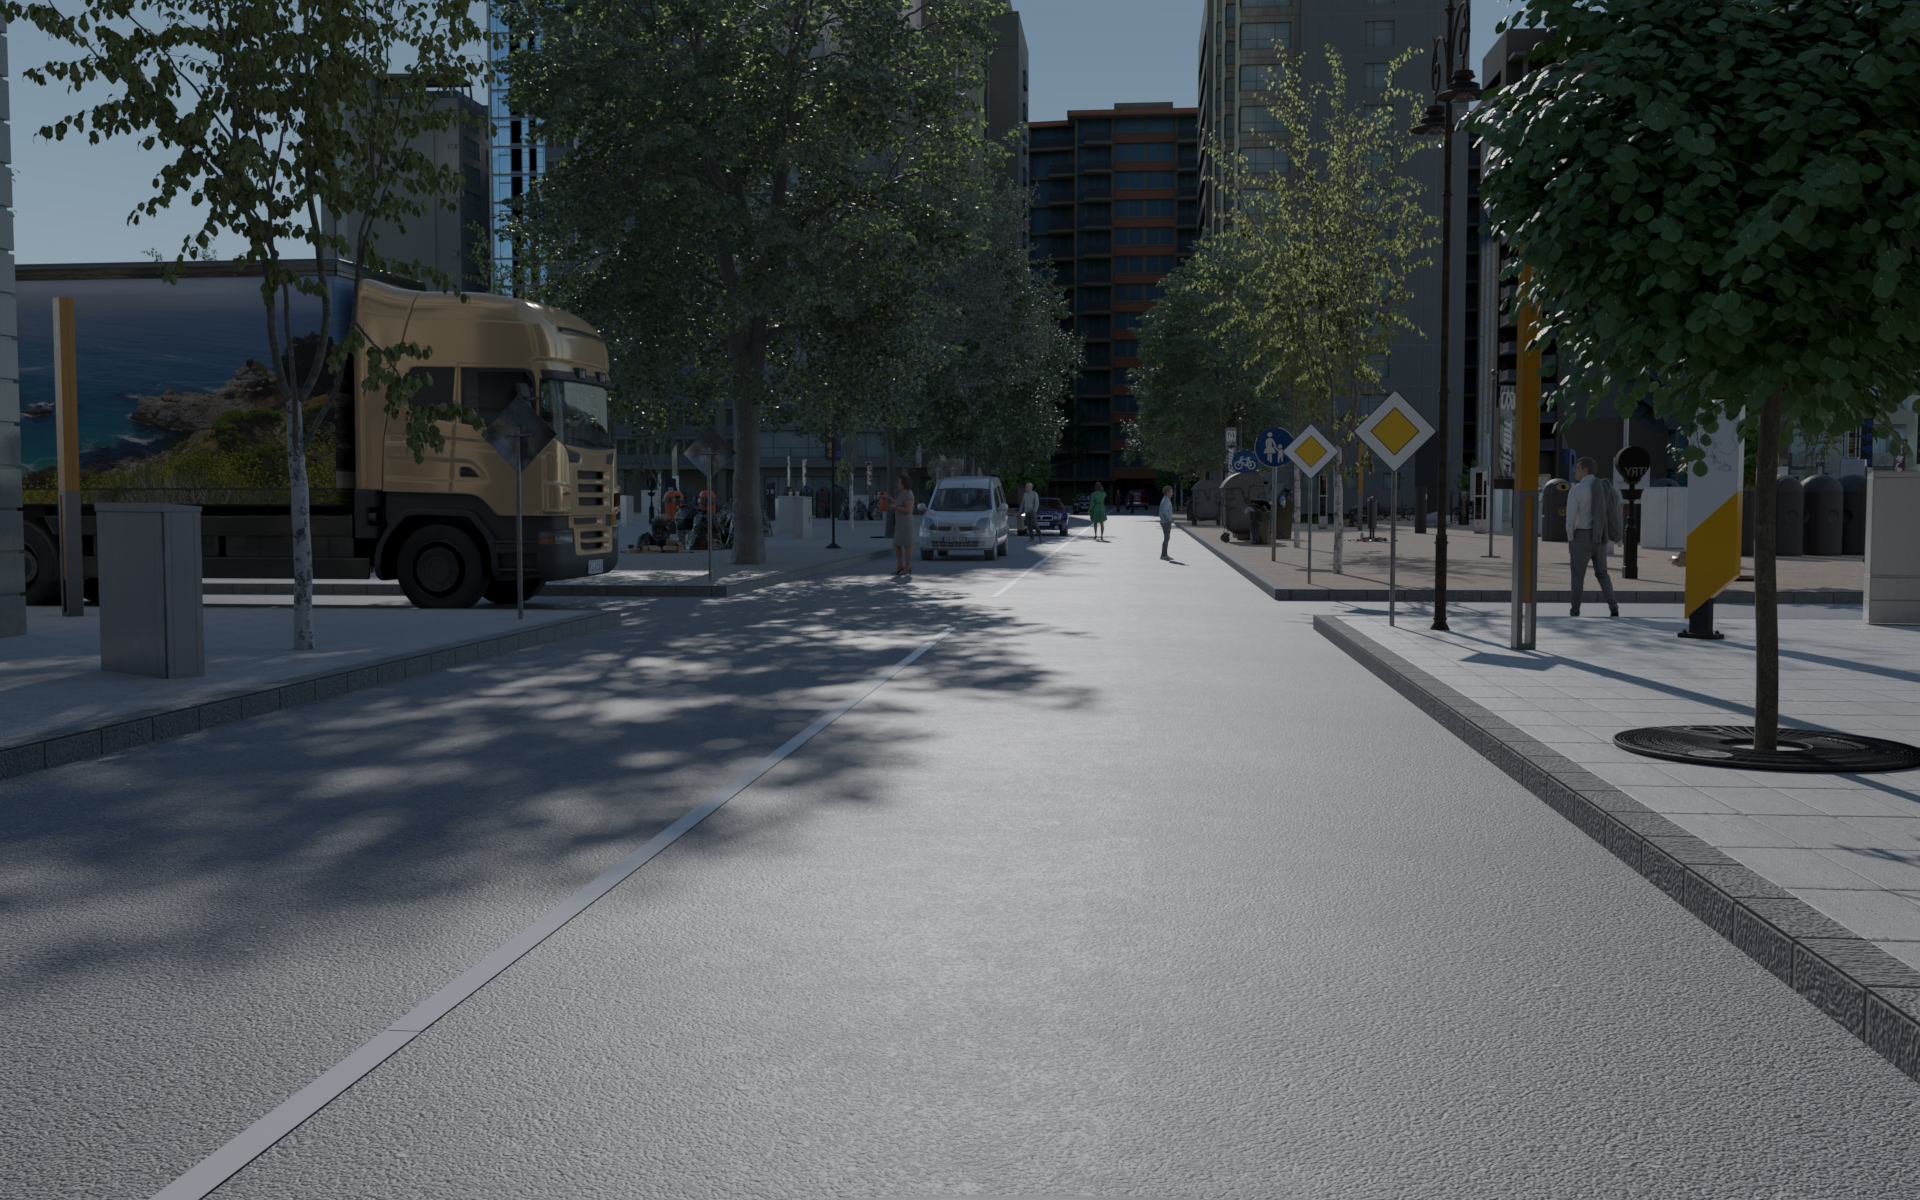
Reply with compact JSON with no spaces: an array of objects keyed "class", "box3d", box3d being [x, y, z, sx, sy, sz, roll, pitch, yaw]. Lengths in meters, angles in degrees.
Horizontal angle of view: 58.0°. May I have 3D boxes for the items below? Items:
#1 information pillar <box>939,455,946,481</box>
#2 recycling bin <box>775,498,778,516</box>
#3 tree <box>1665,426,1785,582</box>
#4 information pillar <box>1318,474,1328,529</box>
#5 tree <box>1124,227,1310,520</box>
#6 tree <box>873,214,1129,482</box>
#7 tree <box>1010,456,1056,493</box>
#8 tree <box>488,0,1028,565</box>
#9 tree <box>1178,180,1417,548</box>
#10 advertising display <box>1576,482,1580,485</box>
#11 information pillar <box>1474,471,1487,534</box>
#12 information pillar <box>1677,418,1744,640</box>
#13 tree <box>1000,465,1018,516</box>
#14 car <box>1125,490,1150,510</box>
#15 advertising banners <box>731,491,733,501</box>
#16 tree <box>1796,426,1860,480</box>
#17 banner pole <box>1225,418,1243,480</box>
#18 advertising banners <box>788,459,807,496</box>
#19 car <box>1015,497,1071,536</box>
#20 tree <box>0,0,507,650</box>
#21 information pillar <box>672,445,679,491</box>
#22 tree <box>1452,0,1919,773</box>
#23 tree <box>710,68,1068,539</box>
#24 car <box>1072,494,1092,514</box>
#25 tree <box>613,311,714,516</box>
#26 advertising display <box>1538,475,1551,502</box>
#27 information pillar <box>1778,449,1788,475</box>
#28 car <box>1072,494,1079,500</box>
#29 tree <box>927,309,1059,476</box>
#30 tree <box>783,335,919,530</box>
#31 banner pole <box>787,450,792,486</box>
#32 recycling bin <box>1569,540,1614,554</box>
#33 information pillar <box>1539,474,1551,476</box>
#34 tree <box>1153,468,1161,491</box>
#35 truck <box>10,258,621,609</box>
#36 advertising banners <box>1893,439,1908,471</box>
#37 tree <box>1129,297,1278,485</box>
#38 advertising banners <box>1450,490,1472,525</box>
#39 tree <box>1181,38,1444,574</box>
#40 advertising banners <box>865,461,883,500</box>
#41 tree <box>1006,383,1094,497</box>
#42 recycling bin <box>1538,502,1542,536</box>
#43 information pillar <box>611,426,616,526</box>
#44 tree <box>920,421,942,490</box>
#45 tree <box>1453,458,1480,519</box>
[{"class":"information pillar","box3d":[-0.923,-6.131,91.600,0.183,3.616,0.504,3,4,39]},{"class":"recycling bin","box3d":[-10.146,-5.328,99.672,0.722,1.027,0.722,-3,5,-40]},{"class":"tree","box3d":[11.641,-1.915,25.918,1.663,3.219,1.824,0,3,0]},{"class":"information pillar","box3d":[13.409,-3.635,63.926,0.304,2.012,0.304,1,4,19]},{"class":"tree","box3d":[12.646,-10.865,84.294,9.857,13.997,8.962,0,3,0]},{"class":"tree","box3d":[0.444,-9.402,70.723,9.611,12.733,9.660,0,3,0]},{"class":"tree","box3d":[4.920,-8.122,116.504,4.285,4.588,4.351,0,3,0]},{"class":"tree","box3d":[-3.782,-7.631,31.427,9.857,13.997,8.962,0,3,0]},{"class":"tree","box3d":[8.246,-5.546,41.035,4.737,8.622,4.395,0,3,0]},{"class":"advertising display","box3d":[33.806,-5.495,95.063,0.974,1.923,0.123,2,4,34]},{"class":"information pillar","box3d":[16.861,-3.157,56.104,0.304,2.012,0.304,3,5,41]},{"class":"information pillar","box3d":[6.645,-1.461,15.247,0.183,3.616,0.504,-3,4,-36]},{"class":"tree","box3d":[2.583,-6.603,102.564,1.663,3.219,1.824,0,3,0]},{"class":"car","box3d":[16.322,-9.229,159.561,2.281,1.827,5.304,0,4,6]},{"class":"advertising banners","box3d":[-9.470,-4.725,73.443,0.090,3.025,2.074,0,4,4]},{"class":"tree","box3d":[39.205,-7.878,79.173,4.737,8.622,4.395,0,3,0]},{"class":"banner pole","box3d":[9.052,-4.103,57.093,0.863,3.779,0.401,-2,4,-30]},{"class":"advertising banners","box3d":[-8.178,-5.571,87.273,0.090,3.025,2.074,-2,4,-32]},{"class":"car","box3d":[2.903,-2.932,60.512,1.945,1.354,3.894,0,4,4]},{"class":"tree","box3d":[-5.404,-3.882,13.837,4.737,8.622,4.395,0,3,0]},{"class":"information pillar","box3d":[-13.040,-5.387,79.438,0.183,3.616,0.504,-3,4,-38]},{"class":"tree","box3d":[4.094,-1.522,8.602,4.285,4.588,4.351,0,3,0]},{"class":"tree","box3d":[-1.991,-8.533,49.877,12.009,13.543,11.850,0,3,0]},{"class":"car","box3d":[9.028,-6.981,123.923,2.009,1.686,4.222,0,4,7]},{"class":"tree","box3d":[-11.035,-6.923,63.558,4.360,8.622,3.978,0,3,0]},{"class":"advertising display","box3d":[20.040,-3.343,59.872,0.974,1.923,0.123,-2,4,-32]},{"class":"information pillar","box3d":[24.633,-3.710,52.005,0.504,3.616,0.183,-1,4,-11]},{"class":"car","box3d":[10.261,-8.094,142.561,2.015,1.641,3.980,0,4,5]},{"class":"tree","box3d":[1.184,-9.701,84.363,9.928,11.665,9.643,0,3,0]},{"class":"tree","box3d":[-4.077,-6.766,60.986,4.737,8.622,4.395,0,3,0]},{"class":"banner pole","box3d":[-9.696,-6.637,98.529,0.401,3.779,0.863,-1,4,-22]},{"class":"recycling bin","box3d":[13.576,-1.509,37.227,0.722,1.027,0.722,0,4,-5]},{"class":"information pillar","box3d":[21.572,-3.637,63.956,0.304,2.012,0.304,-1,4,-10]},{"class":"tree","box3d":[16.801,-9.148,133.281,4.285,4.588,4.351,0,3,0]},{"class":"truck","box3d":[-9.442,-2.029,22.092,11.283,4.237,2.839,0,4,7]},{"class":"advertising banners","box3d":[29.548,-3.638,55.663,0.090,3.025,2.074,-1,4,-18]},{"class":"tree","box3d":[13.719,-11.092,98.368,9.611,12.733,9.660,0,3,0]},{"class":"advertising banners","box3d":[20.027,-4.583,71.113,2.074,3.025,0.090,-1,4,-9]},{"class":"tree","box3d":[5.891,-4.722,27.573,4.360,8.622,3.978,0,3,0]},{"class":"advertising banners","box3d":[-4.303,-5.896,92.580,2.074,3.025,0.090,-3,5,-44]},{"class":"tree","box3d":[6.989,-12.238,134.502,7.601,10.594,8.767,1,4,10]},{"class":"recycling bin","box3d":[17.930,-2.525,53.830,0.722,1.027,0.722,3,5,43]},{"class":"information pillar","box3d":[-7.784,-2.900,38.766,0.183,3.616,0.504,0,4,-5]},{"class":"tree","box3d":[-0.886,-8.916,96.138,4.737,8.622,4.395,0,3,0]},{"class":"tree","box3d":[26.909,-5.880,90.744,1.663,3.219,1.824,0,3,0]}]
